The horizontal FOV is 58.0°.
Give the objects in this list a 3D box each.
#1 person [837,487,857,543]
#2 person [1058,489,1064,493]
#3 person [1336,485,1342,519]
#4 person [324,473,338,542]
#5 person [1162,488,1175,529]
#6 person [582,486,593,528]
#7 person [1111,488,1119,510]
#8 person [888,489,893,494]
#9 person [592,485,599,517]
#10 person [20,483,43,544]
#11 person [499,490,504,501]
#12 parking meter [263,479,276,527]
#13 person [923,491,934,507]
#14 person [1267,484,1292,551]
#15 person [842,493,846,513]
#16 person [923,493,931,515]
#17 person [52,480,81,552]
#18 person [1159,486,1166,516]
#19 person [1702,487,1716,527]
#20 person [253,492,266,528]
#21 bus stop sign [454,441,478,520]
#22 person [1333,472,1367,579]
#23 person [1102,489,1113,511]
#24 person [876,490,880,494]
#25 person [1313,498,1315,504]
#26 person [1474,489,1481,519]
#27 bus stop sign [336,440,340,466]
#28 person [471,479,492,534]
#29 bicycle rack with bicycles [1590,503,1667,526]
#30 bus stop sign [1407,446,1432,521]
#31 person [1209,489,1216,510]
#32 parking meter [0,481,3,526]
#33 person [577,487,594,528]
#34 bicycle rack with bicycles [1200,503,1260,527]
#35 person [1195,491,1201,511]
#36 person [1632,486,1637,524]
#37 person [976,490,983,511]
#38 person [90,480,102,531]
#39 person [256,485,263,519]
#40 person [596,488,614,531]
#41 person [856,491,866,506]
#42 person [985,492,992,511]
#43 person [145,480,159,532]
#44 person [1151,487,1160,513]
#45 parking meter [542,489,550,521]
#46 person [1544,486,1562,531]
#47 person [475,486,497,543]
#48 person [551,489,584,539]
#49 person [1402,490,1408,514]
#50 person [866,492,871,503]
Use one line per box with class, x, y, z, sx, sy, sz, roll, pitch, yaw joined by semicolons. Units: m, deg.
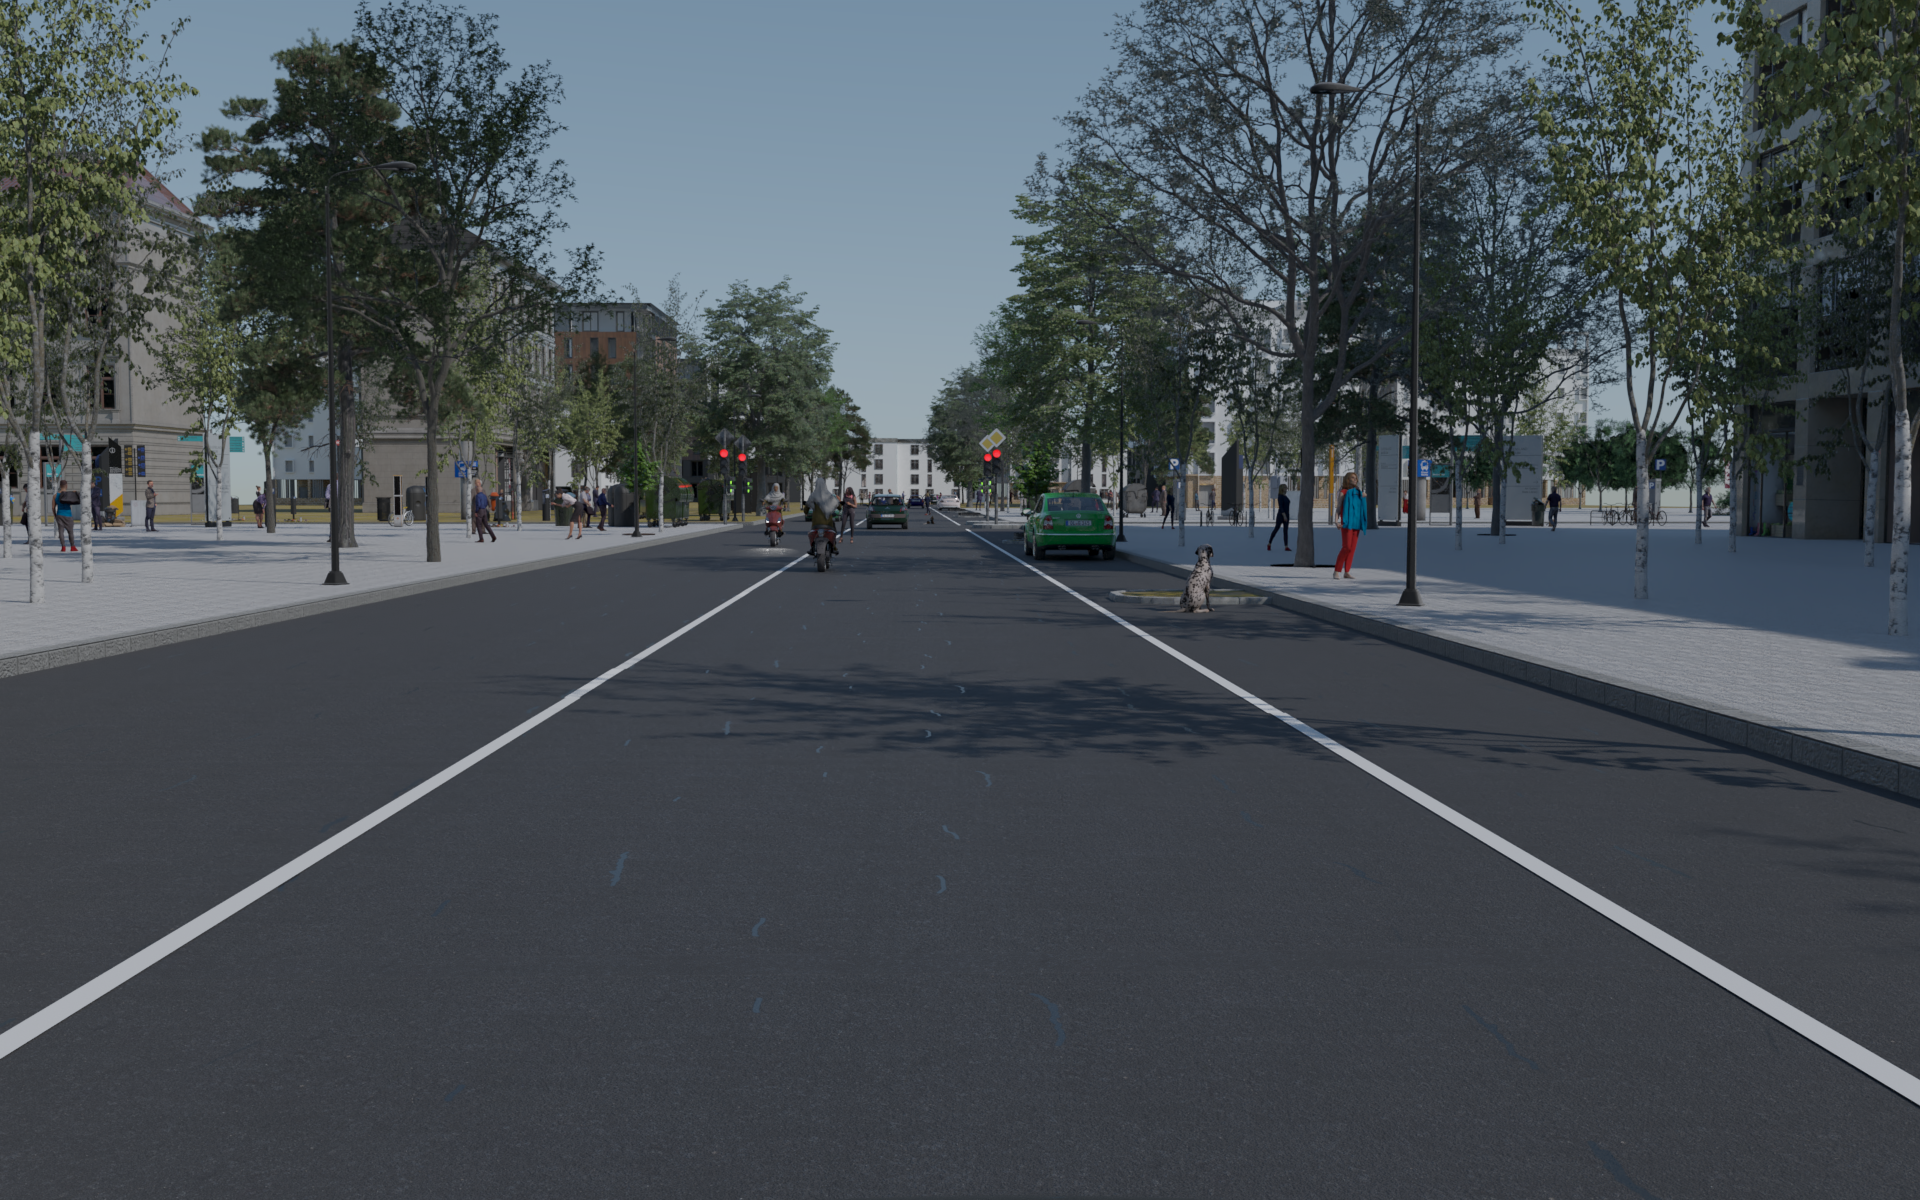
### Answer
person;-3.295;-2.469;50.345;0.593;1.643;0.415;-2;4;-24
person;4.258;-3.852;70.475;0.517;1.644;0.566;0;4;2
person;19.482;-4.993;88.342;0.551;1.740;0.621;0;4;4
person;-16.491;-2.448;45.931;0.709;1.838;0.599;-1;4;-17
person;7.645;-3.360;63.514;0.613;1.512;0.480;2;4;30
person;-14.137;-3.517;65.609;0.319;1.574;0.516;-2;4;-27
person;12.524;-8.202;140.696;0.990;1.755;0.434;-2;4;-23
person;-4.118;-5.568;100.217;0.600;1.739;0.565;-1;4;-8
person;-19.960;-5.433;95.321;0.568;1.767;0.683;-3;5;-40
person;-23.794;-2.210;44.393;0.614;1.554;0.590;3;4;38
person;-27.419;-5.815;103.382;0.388;1.546;0.482;-3;5;-44
parking meter;-26.921;-3.783;67.556;0.255;1.863;0.399;2;4;29
person;-3.528;-11.027;188.818;1.348;1.821;0.705;1;4;15
person;7.220;-1.868;39.127;0.613;1.512;0.480;1;4;22
person;-8.691;-7.348;131.108;0.523;1.526;0.387;1;4;18
person;-2.205;-6.540;117.967;0.480;1.512;0.613;1;4;20
person;-19.828;-1.872;38.521;0.647;1.594;0.662;-2;4;-24
person;11.805;-5.765;100.849;0.434;1.755;0.990;0;4;-5
person;29.025;-3.606;67.211;0.569;1.553;0.471;1;4;12
person;-26.062;-3.390;64.708;0.697;1.427;0.421;1;4;12
bus stop sign;-24.572;-5.946;86.227;0.837;3.901;0.837;1;4;11
person;5.891;-1.126;26.155;0.593;1.614;0.444;-1;4;-10
person;11.615;-7.778;134.684;0.593;1.643;0.415;-2;4;-24
person;-6.202;-7.448;131.212;0.436;1.711;0.756;2;4;25
person;24.565;-6.862;120.933;0.574;1.496;0.600;-2;4;-31
person;27.016;-5.024;90.463;0.388;1.546;0.482;1;4;10
bus stop sign;-30.607;-5.945;85.898;0.416;3.939;0.855;3;5;42
person;-15.306;-2.973;55.212;0.434;1.755;0.990;3;4;38
bicycle rack with bicycles;27.072;-3.506;70.711;2.852;0.926;2.925;0;4;-6
bus stop sign;22.047;-5.752;83.067;0.837;3.901;0.837;-1;4;-18
person;20.481;-8.171;140.456;0.655;1.722;0.431;-3;5;-45
parking meter;-38.684;-3.909;69.620;0.255;1.863;0.399;3;5;39
person;-14.051;-3.469;64.967;0.590;1.554;0.614;0;4;3
bicycle rack with bicycles;10.603;-3.386;68.740;2.852;0.926;2.925;1;4;10
person;17.805;-7.440;129.901;0.499;1.552;0.429;-2;4;-32
person;29.058;-4.121;74.106;0.600;1.739;0.565;0;4;-5
person;1.509;-7.866;135.094;0.683;1.767;0.568;1;4;14
person;-30.409;-3.319;60.759;0.683;1.767;0.568;1;4;19
person;-35.794;-5.000;88.598;0.445;1.727;0.742;-3;4;-38
person;-12.350;-3.152;60.267;0.600;1.496;0.574;-1;4;-11
person;-11.885;-12.311;209.799;1.348;1.823;0.705;0;4;4
person;2.106;-7.431;129.003;0.566;1.644;0.517;2;4;32
person;-27.478;-3.212;59.090;0.750;1.759;0.617;1;4;18
person;13.532;-6.961;120.302;0.683;1.767;0.568;-1;4;-20
parking meter;-19.724;-4.534;82.536;0.372;1.533;0.369;0;3;0
person;20.487;-3.159;59.898;0.569;1.553;0.471;2;4;26
person;-12.674;-2.271;45.869;0.600;1.496;0.574;3;5;44
person;-11.056;-2.428;48.938;0.799;1.438;0.628;-3;5;-41
person;29.011;-6.368;112.623;0.523;1.526;0.387;-1;4;-22
person;-11.151;-12.389;211.782;0.721;1.743;1.217;-2;4;-29
